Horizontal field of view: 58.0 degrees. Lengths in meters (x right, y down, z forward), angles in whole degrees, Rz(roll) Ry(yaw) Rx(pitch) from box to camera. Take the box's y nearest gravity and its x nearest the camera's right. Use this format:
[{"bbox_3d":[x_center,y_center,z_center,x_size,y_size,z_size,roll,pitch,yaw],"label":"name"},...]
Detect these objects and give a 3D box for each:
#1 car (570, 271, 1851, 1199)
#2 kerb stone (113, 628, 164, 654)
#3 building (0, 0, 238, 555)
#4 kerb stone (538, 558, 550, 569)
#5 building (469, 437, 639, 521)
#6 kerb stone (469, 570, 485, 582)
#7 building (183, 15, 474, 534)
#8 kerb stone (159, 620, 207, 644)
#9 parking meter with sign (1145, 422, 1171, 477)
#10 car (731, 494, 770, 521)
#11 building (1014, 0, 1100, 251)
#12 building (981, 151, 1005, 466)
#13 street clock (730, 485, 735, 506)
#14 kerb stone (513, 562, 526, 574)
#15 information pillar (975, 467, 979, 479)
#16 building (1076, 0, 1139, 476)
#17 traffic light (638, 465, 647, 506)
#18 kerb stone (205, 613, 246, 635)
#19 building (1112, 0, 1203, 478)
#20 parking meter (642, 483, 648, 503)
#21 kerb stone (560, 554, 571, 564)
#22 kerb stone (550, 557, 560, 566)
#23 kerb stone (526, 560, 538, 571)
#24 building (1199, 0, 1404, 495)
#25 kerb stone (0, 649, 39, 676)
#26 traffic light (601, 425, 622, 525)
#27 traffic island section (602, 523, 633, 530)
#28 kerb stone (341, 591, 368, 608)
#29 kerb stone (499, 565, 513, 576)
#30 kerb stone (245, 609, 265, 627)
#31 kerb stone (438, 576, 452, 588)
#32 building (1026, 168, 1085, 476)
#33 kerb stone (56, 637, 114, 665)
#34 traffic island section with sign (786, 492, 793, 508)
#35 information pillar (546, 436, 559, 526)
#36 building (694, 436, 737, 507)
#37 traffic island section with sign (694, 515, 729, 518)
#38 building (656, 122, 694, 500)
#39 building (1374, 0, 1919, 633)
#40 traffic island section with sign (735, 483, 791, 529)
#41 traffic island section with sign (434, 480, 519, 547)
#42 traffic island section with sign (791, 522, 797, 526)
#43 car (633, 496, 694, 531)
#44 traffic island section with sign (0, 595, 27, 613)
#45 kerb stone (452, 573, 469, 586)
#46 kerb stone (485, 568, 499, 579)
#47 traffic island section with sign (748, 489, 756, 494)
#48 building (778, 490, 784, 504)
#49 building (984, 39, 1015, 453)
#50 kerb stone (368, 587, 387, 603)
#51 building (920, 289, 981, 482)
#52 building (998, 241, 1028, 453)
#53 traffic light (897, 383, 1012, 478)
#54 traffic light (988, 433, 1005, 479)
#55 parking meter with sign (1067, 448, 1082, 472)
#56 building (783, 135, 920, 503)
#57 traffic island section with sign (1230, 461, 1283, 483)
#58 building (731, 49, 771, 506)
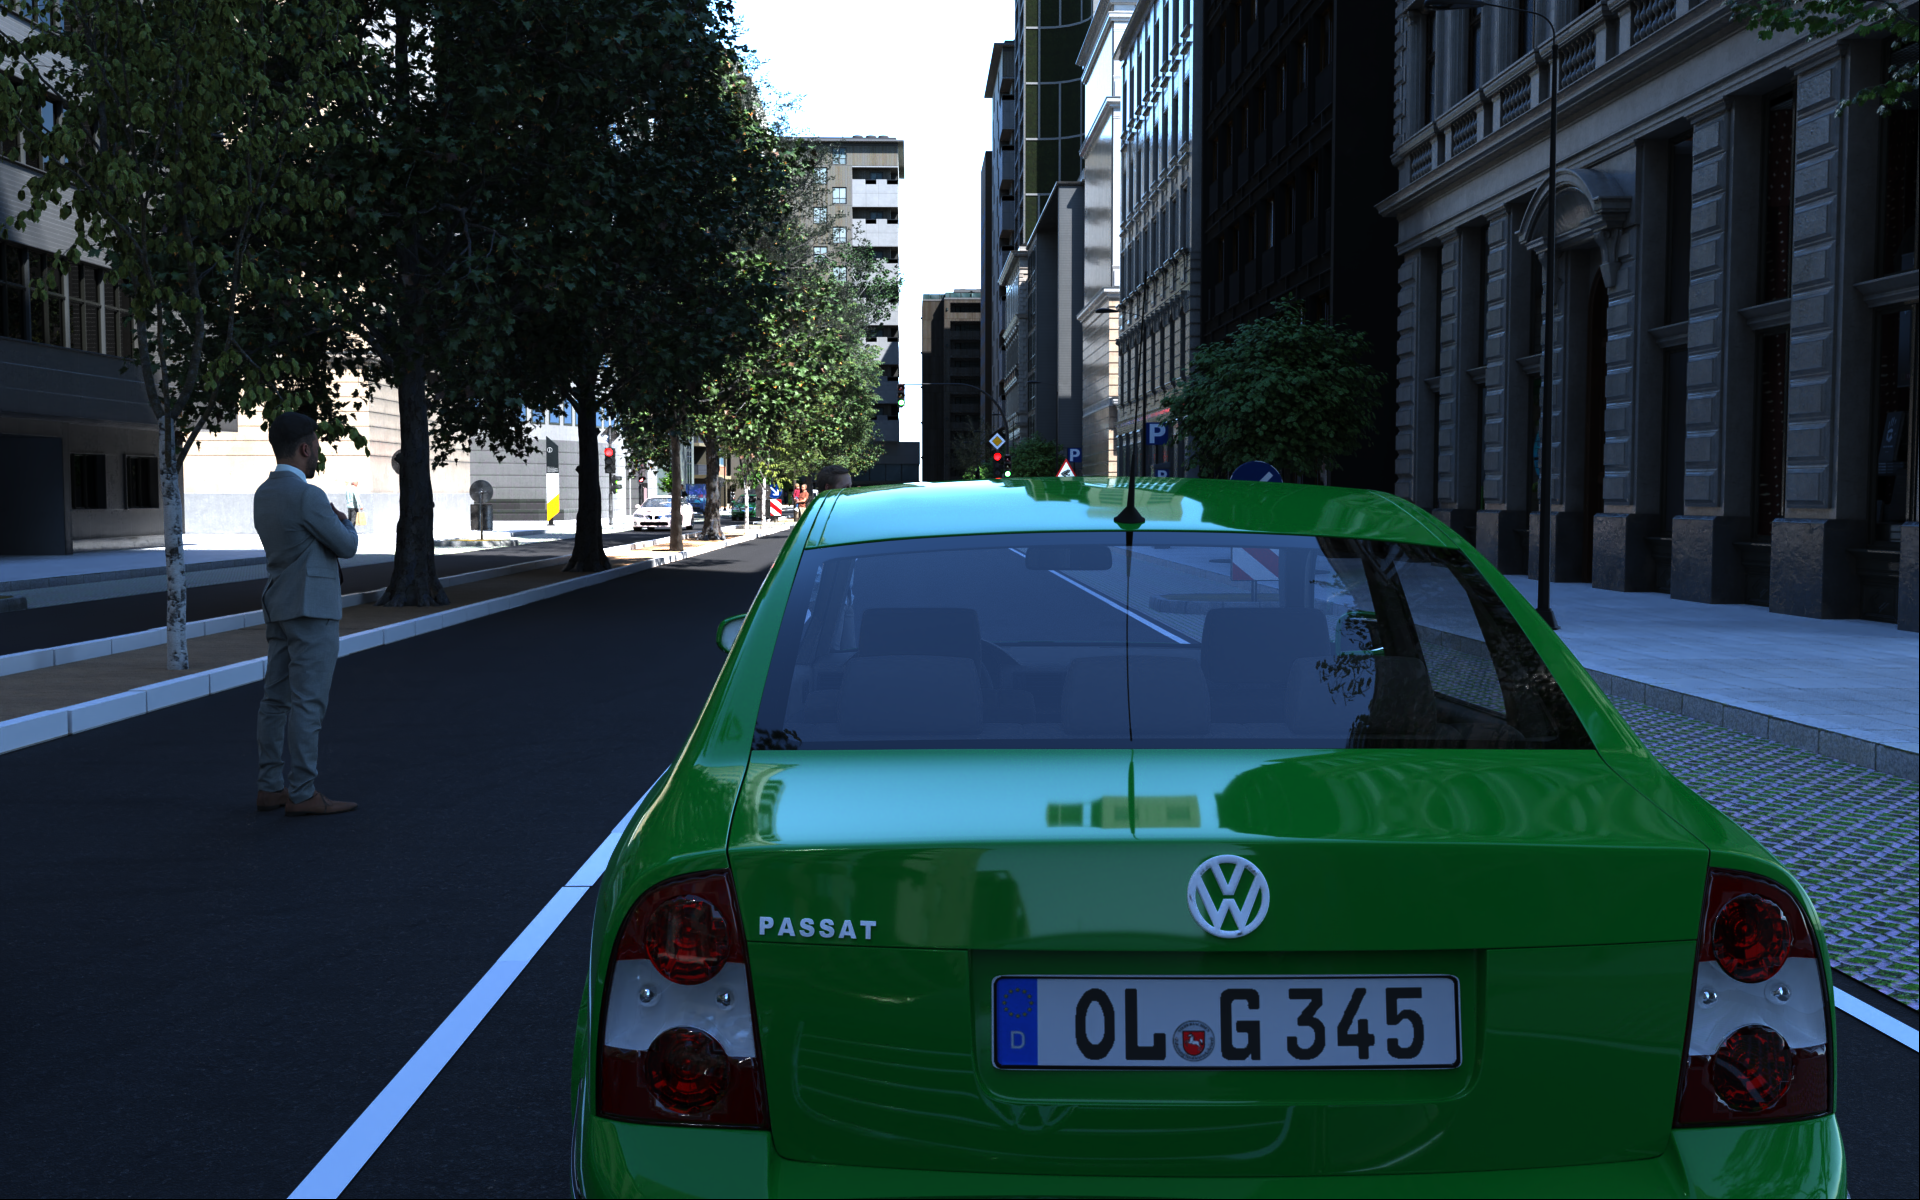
[{"bbox_3d":[0.298,0.279,4.236,1.959,1.807,4.718,0,4,0],"label":"car"},{"bbox_3d":[-7.608,0.393,15.886,0.120,0.150,1.000,0,4,-2],"label":"kerb stone"},{"bbox_3d":[-24.312,-12.734,27.274,14.314,24.678,30.058,0,4,-2],"label":"building"},{"bbox_3d":[-8.109,-0.681,33.338,0.120,0.150,1.000,0,4,-2],"label":"kerb stone"},{"bbox_3d":[-29.017,-33.661,92.350,21.231,58.520,28.212,0,4,-2],"label":"building"},{"bbox_3d":[-7.964,-0.367,28.203,0.120,0.150,1.000,0,4,-2],"label":"kerb stone"},{"bbox_3d":[-29.978,-16.704,60.495,23.554,28.519,14.401,0,4,-2],"label":"building"},{"bbox_3d":[-7.645,0.323,16.907,0.120,0.150,1.000,0,4,-2],"label":"kerb stone"},{"bbox_3d":[4.767,-2.756,41.327,0.543,3.016,1.738,0,4,1],"label":"parking meter with sign"},{"bbox_3d":[-11.372,-5.071,94.715,2.131,1.459,4.920,0,4,0],"label":"car"},{"bbox_3d":[14.118,-45.085,175.387,20.563,71.187,20.611,0,4,-2],"label":"building"},{"bbox_3d":[9.813,-34.913,220.937,14.600,45.320,14.200,0,4,-2],"label":"building"},{"bbox_3d":[-18.050,-8.136,137.598,0.471,2.002,0.358,0,4,-2],"label":"street clock"},{"bbox_3d":[-8.049,-0.556,31.283,0.120,0.150,1.000,0,4,-2],"label":"kerb stone"},{"bbox_3d":[1.514,-9.774,151.164,0.183,3.616,0.504,2,4,35],"label":"information pillar"},{"bbox_3d":[16.472,-18.439,87.390,20.117,28.700,13.634,0,4,-2],"label":"building"},{"bbox_3d":[-12.386,-6.365,78.736,4.771,5.953,1.251,0,4,-2],"label":"traffic light"},{"bbox_3d":[-7.668,0.261,17.930,0.120,0.150,1.000,0,4,-2],"label":"kerb stone"},{"bbox_3d":[11.167,-12.899,60.056,9.793,20.994,18.267,0,4,-2],"label":"building"},{"bbox_3d":[-16.487,-5.192,90.601,0.255,1.863,0.399,-1,4,-21],"label":"parking meter"},{"bbox_3d":[-8.162,-0.805,35.386,0.120,0.150,1.000,0,4,-2],"label":"kerb stone"},{"bbox_3d":[-8.140,-0.740,34.364,0.120,0.150,1.000,0,4,-2],"label":"kerb stone"},{"bbox_3d":[-8.089,-0.619,32.316,0.120,0.150,1.000,0,4,-2],"label":"kerb stone"},{"bbox_3d":[13.314,-12.986,41.996,12.332,23.373,15.834,0,4,-2],"label":"building"},{"bbox_3d":[-7.553,0.511,13.838,0.120,0.150,1.000,0,4,-2],"label":"kerb stone"},{"bbox_3d":[-14.245,-4.999,70.659,0.839,4.253,0.868,0,4,-2],"label":"traffic light"},{"bbox_3d":[-14.286,-2.967,70.793,2.009,0.180,2.903,0,4,-2],"label":"traffic island section"},{"bbox_3d":[-7.783,0.010,22.034,0.120,0.150,1.000,0,4,-2],"label":"kerb stone"},{"bbox_3d":[-8.023,-0.489,30.254,0.120,0.150,1.000,0,4,-2],"label":"kerb stone"},{"bbox_3d":[-7.697,0.199,18.963,0.120,0.150,1.000,0,4,-2],"label":"kerb stone"},{"bbox_3d":[-7.901,-0.240,26.142,0.120,0.150,1.000,0,4,-2],"label":"kerb stone"},{"bbox_3d":[12.582,-18.378,119.540,14.314,24.678,30.058,0,4,-2],"label":"building"},{"bbox_3d":[-7.576,0.453,14.863,0.120,0.150,1.000,0,4,-2],"label":"kerb stone"},{"bbox_3d":[-17.118,-10.523,180.675,1.989,1.847,2.006,0,4,-2],"label":"traffic island section with sign"},{"bbox_3d":[-16.415,-4.795,69.749,0.504,3.616,0.183,-1,4,-8],"label":"information pillar"},{"bbox_3d":[-32.862,-31.389,167.834,22.147,44.769,28.867,0,4,-2],"label":"building"},{"bbox_3d":[-14.926,-5.843,104.160,1.989,1.847,2.006,0,4,-2],"label":"traffic island section with sign"},{"bbox_3d":[-31.311,-49.927,128.981,22.319,86.520,31.000,0,4,-2],"label":"building"},{"bbox_3d":[13.411,-11.922,23.804,11.050,23.489,19.941,0,4,-2],"label":"building"},{"bbox_3d":[-8.147,-3.857,71.203,2.006,1.907,1.989,0,4,-2],"label":"traffic island section with sign"},{"bbox_3d":[-13.303,-2.400,47.866,1.989,1.847,2.006,0,4,-2],"label":"traffic island section with sign"},{"bbox_3d":[-8.351,-4.310,78.607,2.006,1.907,1.989,0,4,-2],"label":"traffic island section with sign"},{"bbox_3d":[-11.664,-3.423,68.334,2.083,1.381,4.827,0,4,0],"label":"car"},{"bbox_3d":[-12.535,-0.752,20.922,1.989,1.847,2.006,0,4,-2],"label":"traffic island section with sign"},{"bbox_3d":[-7.933,-0.301,27.179,0.120,0.150,1.000,0,4,-2],"label":"kerb stone"},{"bbox_3d":[-7.997,-0.430,29.233,0.120,0.150,1.000,0,4,-2],"label":"kerb stone"},{"bbox_3d":[-15.687,-7.491,131.104,1.989,1.847,2.006,0,4,-2],"label":"traffic island section with sign"},{"bbox_3d":[-33.499,-36.251,216.406,21.600,48.544,21.300,0,4,-2],"label":"building"},{"bbox_3d":[17.681,-37.363,200.118,28.713,52.752,27.495,0,4,-2],"label":"building"},{"bbox_3d":[-7.821,-0.040,23.059,0.120,0.150,1.000,0,4,-2],"label":"kerb stone"},{"bbox_3d":[1.467,-29.066,246.932,14.107,30.474,14.160,0,4,-2],"label":"building"},{"bbox_3d":[9.168,-19.311,144.619,11.050,23.489,19.941,0,4,-2],"label":"building"},{"bbox_3d":[-0.180,-5.888,70.937,4.771,5.953,1.251,0,4,-2],"label":"traffic light"},{"bbox_3d":[1.679,-5.517,79.120,0.839,4.253,0.868,0,4,-2],"label":"traffic light"},{"bbox_3d":[4.131,-4.278,66.202,0.543,3.016,1.738,-1,4,-13],"label":"parking meter with sign"},{"bbox_3d":[-19.670,-40.611,253.224,27.495,52.752,28.713,0,4,-2],"label":"building"},{"bbox_3d":[3.383,-0.776,21.311,1.989,1.847,2.006,0,4,-2],"label":"traffic island section with sign"},{"bbox_3d":[-32.806,-34.814,192.917,21.300,48.544,21.600,0,4,-2],"label":"building"}]
